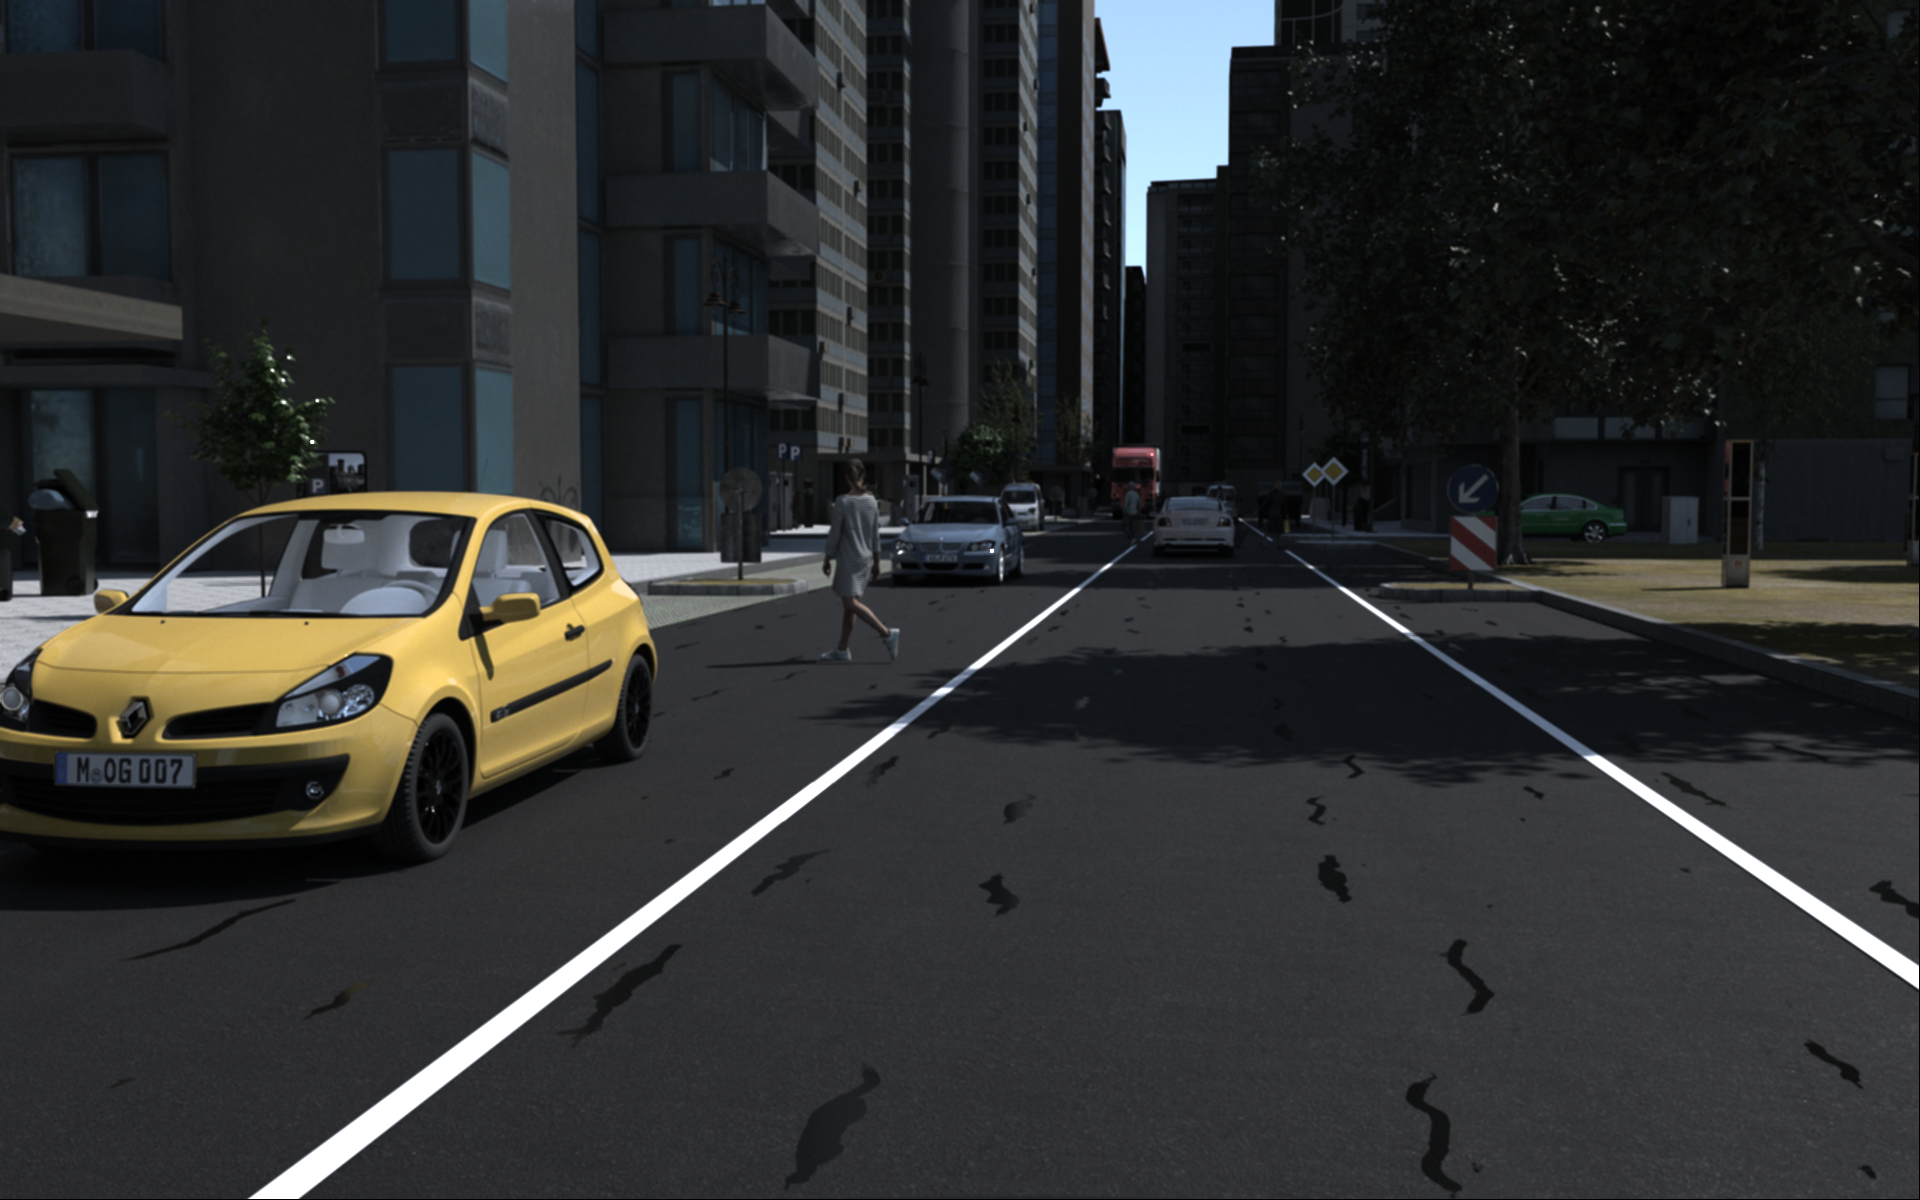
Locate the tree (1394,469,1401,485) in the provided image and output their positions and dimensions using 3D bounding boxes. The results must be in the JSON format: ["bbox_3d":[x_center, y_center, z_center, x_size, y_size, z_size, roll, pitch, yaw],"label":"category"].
[{"bbox_3d":[18.090,-4.494,68.083,1.663,3.219,1.824,0,3,0],"label":"tree"}]

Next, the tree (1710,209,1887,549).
[{"bbox_3d":[18.833,-5.486,40.056,4.737,8.622,4.395,0,3,0],"label":"tree"}]

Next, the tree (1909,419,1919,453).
[{"bbox_3d":[34.961,-5.011,65.642,4.285,4.588,4.351,0,3,0],"label":"tree"}]

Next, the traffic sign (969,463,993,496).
[{"bbox_3d":[0.669,-3.175,55.546,0.795,2.450,0.064,0,4,8],"label":"traffic sign"}]

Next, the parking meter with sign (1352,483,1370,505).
[{"bbox_3d":[24.028,-6.476,102.142,1.738,3.016,0.543,1,4,9],"label":"parking meter with sign"}]

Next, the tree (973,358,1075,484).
[{"bbox_3d":[2.769,-8.696,92.549,4.737,8.622,4.395,0,3,0],"label":"tree"}]

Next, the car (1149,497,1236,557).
[{"bbox_3d":[5.498,-1.747,40.924,2.083,1.381,4.827,0,4,7],"label":"car"}]

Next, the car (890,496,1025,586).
[{"bbox_3d":[0.036,-1.025,28.755,2.014,1.417,4.499,1,4,9],"label":"car"}]

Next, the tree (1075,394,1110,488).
[{"bbox_3d":[8.481,-10.723,125.675,4.737,8.622,4.395,0,3,0],"label":"tree"}]

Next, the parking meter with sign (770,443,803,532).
[{"bbox_3d":[-6.358,-4.003,61.716,0.543,3.016,1.738,2,4,33],"label":"parking meter with sign"}]

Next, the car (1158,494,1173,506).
[{"bbox_3d":[24.153,-11.730,203.783,2.014,1.417,4.499,1,4,9],"label":"car"}]

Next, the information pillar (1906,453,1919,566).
[{"bbox_3d":[17.042,-1.606,30.749,0.304,2.012,0.304,1,4,14],"label":"information pillar"}]

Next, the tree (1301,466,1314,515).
[{"bbox_3d":[21.154,-6.705,104.221,1.663,3.219,1.824,0,3,0],"label":"tree"}]

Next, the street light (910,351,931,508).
[{"bbox_3d":[-1.277,-5.089,55.991,0.468,5.910,1.993,0,4,8],"label":"street light"}]

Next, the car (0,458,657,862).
[{"bbox_3d":[-2.719,0.133,8.045,2.015,1.641,3.980,0,4,7],"label":"car"}]

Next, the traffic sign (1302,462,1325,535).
[{"bbox_3d":[11.059,-3.085,54.075,0.795,2.450,0.064,0,4,8],"label":"traffic sign"}]

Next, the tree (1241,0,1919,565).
[{"bbox_3d":[10.034,-7.005,31.542,9.611,12.733,9.660,0,3,0],"label":"tree"}]

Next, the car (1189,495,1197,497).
[{"bbox_3d":[19.691,-8.085,144.766,1.945,1.354,3.894,0,4,6],"label":"car"}]

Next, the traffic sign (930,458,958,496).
[{"bbox_3d":[-0.439,-2.691,47.637,0.795,2.450,0.064,0,4,8],"label":"traffic sign"}]

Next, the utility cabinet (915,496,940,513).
[{"bbox_3d":[-1.199,-3.353,65.979,1.020,1.237,0.306,0,4,3],"label":"utility cabinet"}]

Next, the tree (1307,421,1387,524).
[{"bbox_3d":[16.842,-5.602,75.311,4.285,4.588,4.351,0,3,0],"label":"tree"}]

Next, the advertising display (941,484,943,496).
[{"bbox_3d":[-1.162,-5.652,97.624,0.974,1.923,0.123,3,5,43],"label":"advertising display"}]

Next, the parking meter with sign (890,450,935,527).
[{"bbox_3d":[-1.895,-4.414,68.430,1.738,3.016,0.543,-1,4,-23],"label":"parking meter with sign"}]

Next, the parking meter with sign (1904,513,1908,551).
[{"bbox_3d":[22.020,-2.625,39.173,1.738,3.016,0.543,-3,4,-36],"label":"parking meter with sign"}]

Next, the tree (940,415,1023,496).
[{"bbox_3d":[0.988,-5.718,77.207,4.285,4.588,4.351,0,3,0],"label":"tree"}]

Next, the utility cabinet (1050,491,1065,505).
[{"bbox_3d":[7.192,-7.259,127.356,1.173,1.500,0.318,2,4,28],"label":"utility cabinet"}]

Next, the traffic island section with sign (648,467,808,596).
[{"bbox_3d":[-3.283,-1.011,25.162,1.989,1.847,2.006,0,4,8],"label":"traffic island section with sign"}]

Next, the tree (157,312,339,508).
[{"bbox_3d":[-7.404,-1.461,18.486,1.663,3.219,1.824,0,3,0],"label":"tree"}]

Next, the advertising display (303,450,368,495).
[{"bbox_3d":[-9.284,-1.251,25.671,0.974,1.923,0.123,-1,4,-16],"label":"advertising display"}]

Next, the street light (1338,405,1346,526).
[{"bbox_3d":[15.220,-5.856,68.539,0.468,5.910,1.993,0,4,8],"label":"street light"}]

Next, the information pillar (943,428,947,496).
[{"bbox_3d":[-0.536,-4.288,61.461,0.183,3.616,0.504,-1,4,-10],"label":"information pillar"}]

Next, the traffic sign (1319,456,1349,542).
[{"bbox_3d":[9.951,-2.601,46.167,0.795,2.450,0.064,0,4,8],"label":"traffic sign"}]

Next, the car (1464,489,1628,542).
[{"bbox_3d":[16.499,-2.483,49.388,4.718,1.807,1.959,0,4,7],"label":"car"}]

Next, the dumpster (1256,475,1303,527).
[{"bbox_3d":[13.773,-4.267,74.720,1.985,2.255,1.502,0,4,8],"label":"dumpster"}]

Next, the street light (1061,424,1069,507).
[{"bbox_3d":[7.011,-8.702,115.067,0.468,5.910,1.993,0,4,8],"label":"street light"}]

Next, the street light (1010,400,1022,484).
[{"bbox_3d":[2.780,-6.888,85.414,0.468,5.910,1.993,0,4,8],"label":"street light"}]

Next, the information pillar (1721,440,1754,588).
[{"bbox_3d":[10.638,-1.175,23.706,0.304,2.012,0.304,1,4,12],"label":"information pillar"}]

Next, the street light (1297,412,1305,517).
[{"bbox_3d":[19.281,-7.656,97.961,0.468,5.910,1.993,0,4,8],"label":"street light"}]

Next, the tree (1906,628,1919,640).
[{"bbox_3d":[9.033,-5.983,14.825,9.611,12.733,9.660,0,3,0],"label":"tree"}]

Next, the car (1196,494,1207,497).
[{"bbox_3d":[19.677,-7.968,139.071,1.959,1.807,4.718,1,4,10],"label":"car"}]

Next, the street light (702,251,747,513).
[{"bbox_3d":[-4.471,-3.691,33.133,0.468,5.910,1.993,0,4,8],"label":"street light"}]

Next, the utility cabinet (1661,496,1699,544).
[{"bbox_3d":[18.654,-2.062,44.871,1.020,1.237,0.306,-2,4,-25],"label":"utility cabinet"}]
